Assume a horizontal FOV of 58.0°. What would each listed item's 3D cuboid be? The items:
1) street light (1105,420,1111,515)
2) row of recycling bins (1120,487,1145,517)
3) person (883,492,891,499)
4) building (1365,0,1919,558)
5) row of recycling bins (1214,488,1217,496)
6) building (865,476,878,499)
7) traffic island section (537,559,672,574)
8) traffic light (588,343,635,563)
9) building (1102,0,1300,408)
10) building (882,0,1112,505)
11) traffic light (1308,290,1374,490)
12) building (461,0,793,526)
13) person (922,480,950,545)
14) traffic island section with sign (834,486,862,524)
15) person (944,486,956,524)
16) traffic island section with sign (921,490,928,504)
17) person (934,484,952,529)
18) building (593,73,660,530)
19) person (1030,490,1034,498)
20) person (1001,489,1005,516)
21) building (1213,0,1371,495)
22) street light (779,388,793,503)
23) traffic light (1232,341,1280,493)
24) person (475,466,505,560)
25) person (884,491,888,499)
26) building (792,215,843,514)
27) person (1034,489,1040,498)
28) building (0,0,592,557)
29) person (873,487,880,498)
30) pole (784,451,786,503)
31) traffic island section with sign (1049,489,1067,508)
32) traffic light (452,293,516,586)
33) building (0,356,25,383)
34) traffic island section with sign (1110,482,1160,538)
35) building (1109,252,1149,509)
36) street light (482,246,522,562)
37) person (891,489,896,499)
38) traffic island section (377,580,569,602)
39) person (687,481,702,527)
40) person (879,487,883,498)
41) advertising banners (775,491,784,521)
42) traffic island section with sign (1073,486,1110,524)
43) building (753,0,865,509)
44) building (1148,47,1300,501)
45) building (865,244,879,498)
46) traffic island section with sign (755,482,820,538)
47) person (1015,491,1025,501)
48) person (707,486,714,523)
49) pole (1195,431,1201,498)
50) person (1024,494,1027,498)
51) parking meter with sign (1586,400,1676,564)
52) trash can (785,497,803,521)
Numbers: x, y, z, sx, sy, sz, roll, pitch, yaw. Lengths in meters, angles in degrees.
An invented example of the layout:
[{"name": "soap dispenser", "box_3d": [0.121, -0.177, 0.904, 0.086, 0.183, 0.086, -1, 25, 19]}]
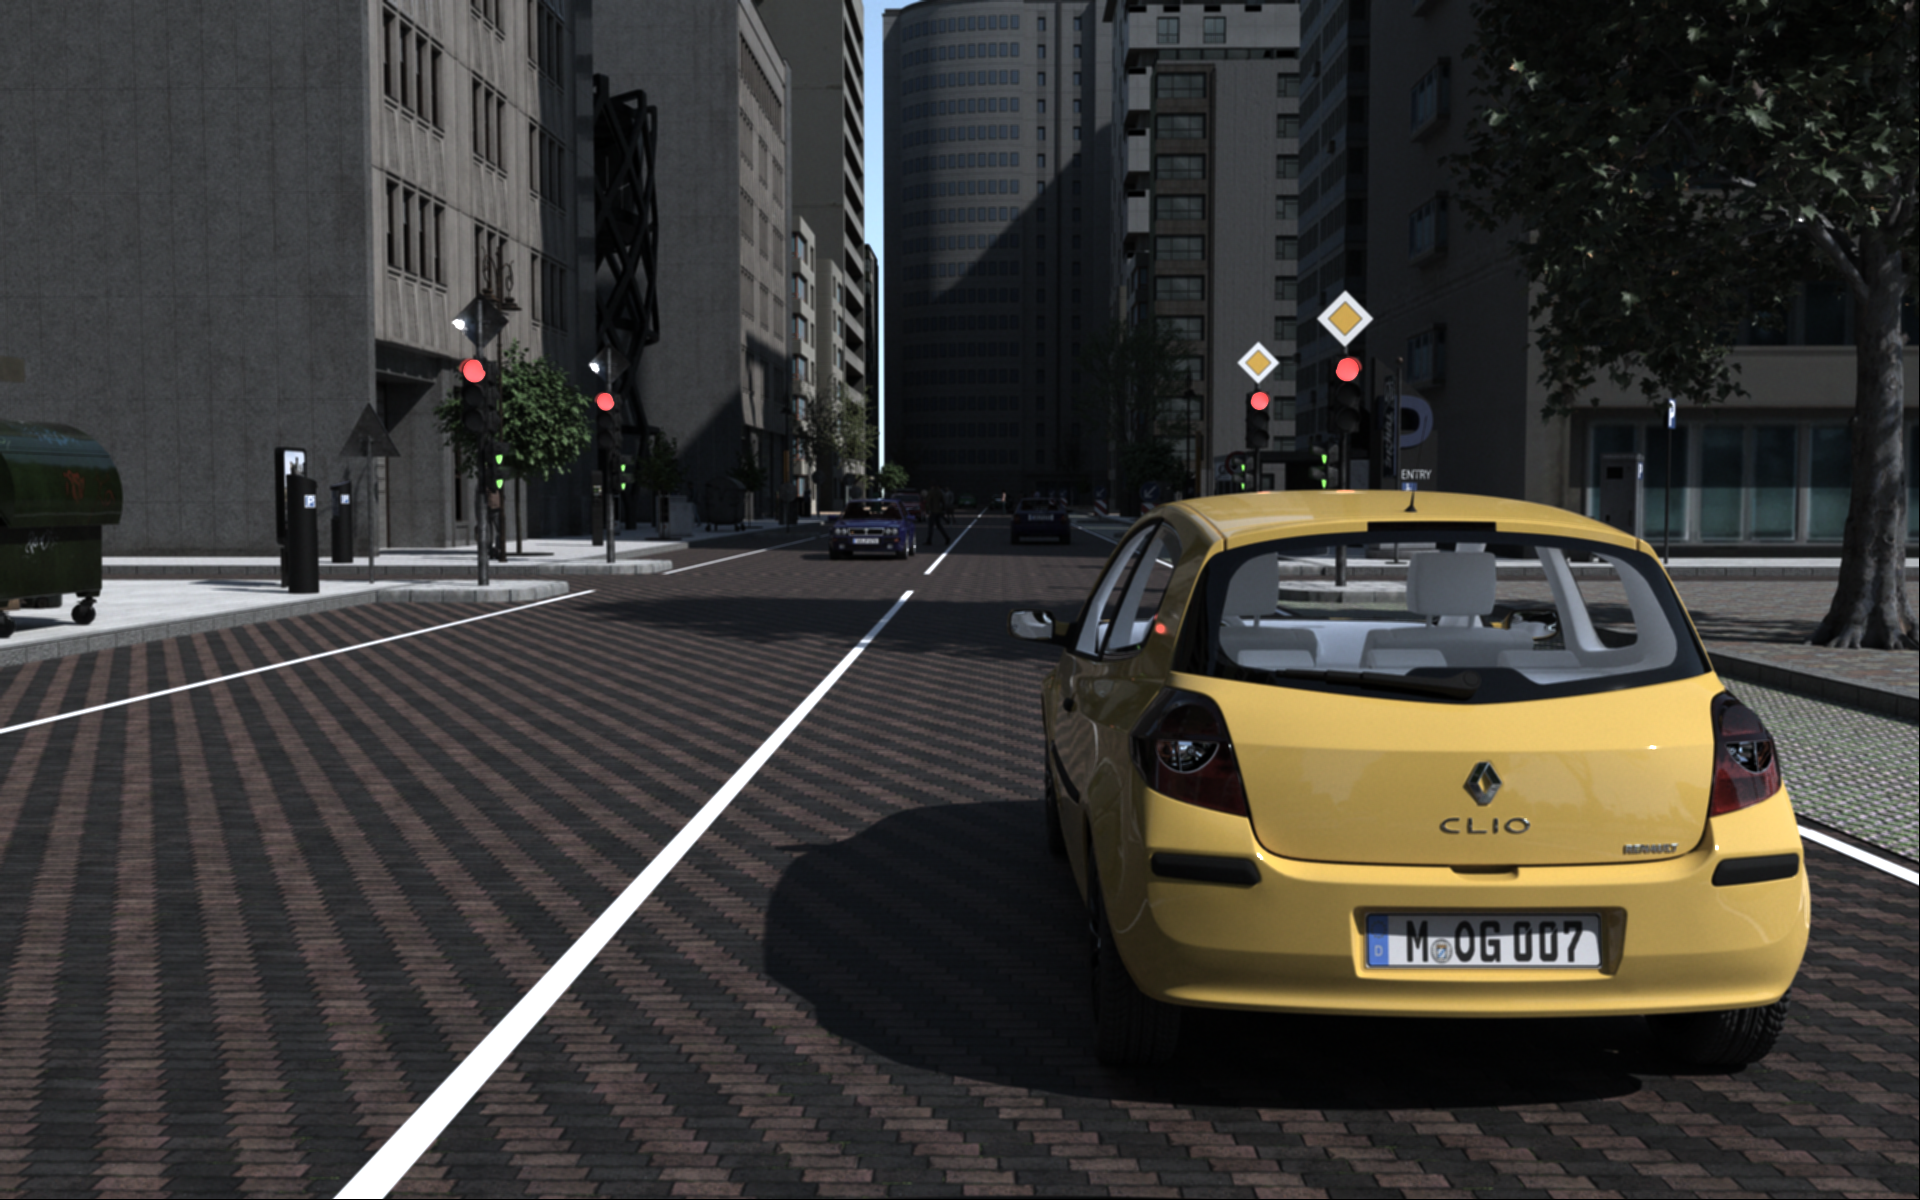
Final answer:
[{"name": "street light", "box_3d": [9.123, -8.190, 106.689, 0.468, 5.910, 1.993, 0, 4, 1]}, {"name": "row of recycling bins", "box_3d": [9.635, -5.469, 96.525, 1.069, 1.692, 3.534, 0, 4, -8]}, {"name": "person", "box_3d": [-7.192, -10.465, 177.140, 1.348, 1.824, 0.705, -1, 4, -9]}, {"name": "building", "box_3d": [21.761, -25.632, 42.782, 21.600, 48.544, 21.300, 0, 4, 1]}, {"name": "row of recycling bins", "box_3d": [14.985, -5.353, 94.626, 1.069, 1.692, 3.534, 3, 4, 36]}, {"name": "building", "box_3d": [-22.998, -31.499, 169.629, 28.867, 44.769, 22.147, 0, 4, 1]}, {"name": "traffic island section", "box_3d": [-6.539, -0.616, 32.348, 2.009, 0.180, 2.903, 0, 4, 1]}, {"name": "traffic light", "box_3d": [-6.499, -2.648, 32.212, 0.839, 4.253, 0.868, 0, 4, 1]}, {"name": "building", "box_3d": [28.657, -35.231, 165.268, 28.713, 52.752, 27.495, 0, 4, 1]}, {"name": "building", "box_3d": [5.282, -40.479, 203.838, 28.212, 58.520, 21.231, 0, 4, 1]}, {"name": "traffic light", "box_3d": [5.277, -2.144, 23.974, 0.839, 4.253, 0.868, 0, 4, 1]}, {"name": "building", "box_3d": [-15.576, -16.433, 86.706, 12.078, 24.808, 19.932, 0, 4, 1]}, {"name": "person", "box_3d": [-0.660, -2.479, 48.950, 0.836, 1.842, 0.656, 1, 4, 15]}, {"name": "traffic island section with sign", "box_3d": [-5.032, -4.616, 84.099, 1.989, 1.847, 2.006, 0, 4, 1]}, {"name": "person", "box_3d": [-0.546, -4.625, 84.238, 0.709, 1.813, 0.853, 2, 4, 35]}, {"name": "traffic island section with sign", "box_3d": [-3.265, -9.360, 161.665, 1.989, 1.847, 2.006, 0, 4, 1]}, {"name": "person", "box_3d": [-0.721, -3.890, 71.945, 0.795, 1.843, 0.661, 0, 4, -3]}, {"name": "building", "box_3d": [-19.776, -11.964, 63.057, 16.820, 18.784, 16.811, 0, 4, 1]}, {"name": "person", "box_3d": [6.231, -8.407, 146.681, 0.721, 1.743, 1.217, 0, 4, 6]}, {"name": "person", "box_3d": [2.764, -6.364, 113.257, 0.721, 1.736, 1.217, 0, 4, 2]}, {"name": "building", "box_3d": [27.746, -23.343, 73.535, 32.217, 40.220, 23.993, 0, 4, 1]}, {"name": "street light", "box_3d": [-7.595, -6.314, 76.022, 0.468, 5.910, 1.993, 0, 4, 1]}, {"name": "traffic light", "box_3d": [5.459, -2.632, 31.957, 0.839, 4.253, 0.868, 0, 4, 1]}, {"name": "person", "box_3d": [-9.211, -1.709, 33.947, 0.622, 1.834, 0.822, 0, 4, -6]}, {"name": "person", "box_3d": [-7.991, -10.836, 184.154, 0.436, 1.711, 0.756, -2, 4, -25]}, {"name": "building", "box_3d": [-23.374, -16.962, 122.371, 27.650, 21.520, 28.899, 0, 4, 1]}, {"name": "person", "box_3d": [6.641, -8.676, 150.215, 0.709, 1.838, 0.599, -1, 4, -22]}, {"name": "building", "box_3d": [-17.704, -13.851, 44.484, 12.078, 24.808, 19.932, 0, 4, 1]}, {"name": "person", "box_3d": [-4.184, -4.746, 86.350, 0.529, 1.795, 0.600, 2, 4, 33]}, {"name": "pole", "box_3d": [-8.170, -5.357, 81.431, 0.158, 3.312, 0.155, 0, 3, 0]}, {"name": "traffic island section with sign", "box_3d": [7.840, -7.664, 133.932, 1.989, 1.847, 2.006, 0, 4, 1]}, {"name": "traffic light", "box_3d": [-6.681, -2.160, 24.229, 0.839, 4.253, 0.868, 0, 4, 1]}, {"name": "building", "box_3d": [-26.622, -21.771, 10.583, 28.867, 44.769, 22.147, 0, 4, 1]}, {"name": "traffic island section with sign", "box_3d": [6.067, -2.952, 56.891, 1.989, 1.847, 2.006, 0, 4, 1]}, {"name": "building", "box_3d": [26.661, -17.925, 138.115, 27.650, 21.520, 28.899, 0, 4, 1]}, {"name": "street light", "box_3d": [-8.624, -3.652, 32.505, 0.468, 5.910, 1.993, 0, 4, 1]}, {"name": "person", "box_3d": [-3.612, -5.590, 100.573, 0.731, 1.740, 0.598, -2, 4, -25]}, {"name": "traffic island section", "box_3d": [-6.721, -0.127, 24.365, 2.009, 0.180, 2.903, 0, 4, 1]}, {"name": "person", "box_3d": [-10.383, -3.721, 67.234, 0.721, 1.781, 0.623, -2, 4, -33]}, {"name": "person", "box_3d": [-6.119, -7.839, 134.172, 0.705, 1.831, 1.348, 0, 4, -5]}, {"name": "advertising banners", "box_3d": [-8.562, -5.314, 83.078, 0.090, 3.025, 2.074, 1, 4, 10]}, {"name": "traffic island section with sign", "box_3d": [6.706, -4.650, 84.653, 1.989, 1.847, 2.006, 0, 4, 1]}, {"name": "building", "box_3d": [-19.552, -32.004, 146.972, 21.300, 48.544, 21.600, 0, 4, 1]}, {"name": "building", "box_3d": [19.520, -21.065, 116.111, 14.160, 30.474, 14.107, 0, 4, 1]}, {"name": "building", "box_3d": [-16.760, -26.281, 201.387, 14.107, 30.474, 14.160, 0, 4, 1]}, {"name": "traffic island section with sign", "box_3d": [-5.644, -2.955, 56.947, 1.989, 1.847, 2.006, 0, 4, 1]}, {"name": "person", "box_3d": [5.868, -9.646, 166.924, 1.217, 1.736, 0.721, -2, 4, -24]}, {"name": "person", "box_3d": [-10.881, -4.245, 75.937, 0.515, 1.767, 0.782, 0, 4, -4]}, {"name": "pole", "box_3d": [7.710, -3.809, 56.116, 0.158, 3.312, 0.155, 0, 3, 0]}, {"name": "person", "box_3d": [5.266, -7.862, 140.311, 1.065, 1.426, 0.557, 3, 5, 44]}, {"name": "parking meter with sign", "box_3d": [12.292, -2.198, 32.199, 1.738, 3.016, 0.543, 2, 4, 35]}, {"name": "trash can", "box_3d": [-7.782, -4.182, 80.034, 0.748, 1.137, 0.748, 0, 3, 0]}]
